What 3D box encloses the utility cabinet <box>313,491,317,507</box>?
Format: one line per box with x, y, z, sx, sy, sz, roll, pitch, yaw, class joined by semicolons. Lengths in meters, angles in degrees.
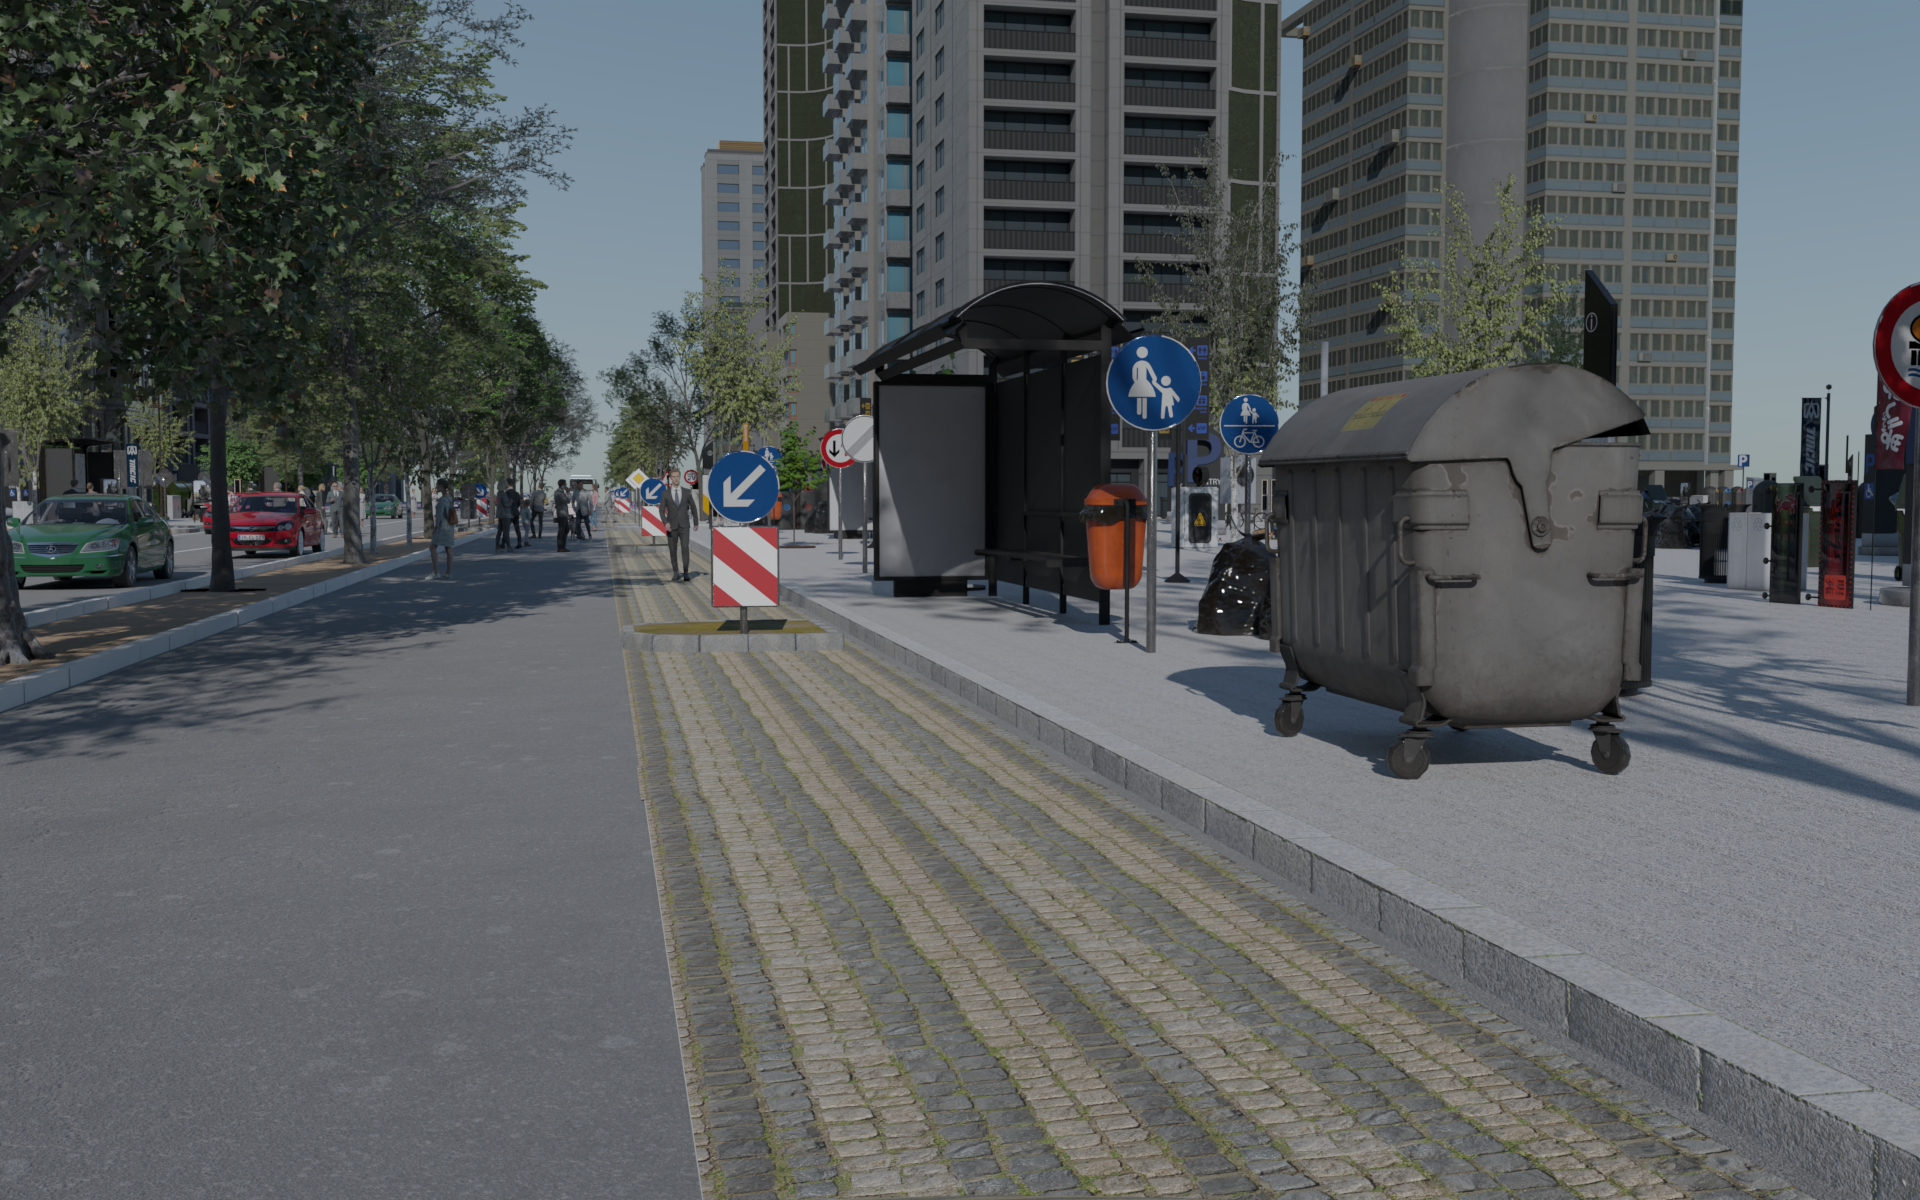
-51.573;-7.915;138.088;1.173;1.500;0.318;1;4;18;utility cabinet

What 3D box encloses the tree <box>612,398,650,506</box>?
-23.257;-10.973;129.769;4.737;8.622;4.395;0;3;0;tree

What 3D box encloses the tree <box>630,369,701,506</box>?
-17.644;-9.340;103.073;4.360;8.622;3.978;0;3;0;tree

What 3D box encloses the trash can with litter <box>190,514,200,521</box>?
-36.757;-4.440;83.989;1.055;1.170;0.624;-2;4;-31;trash can with litter

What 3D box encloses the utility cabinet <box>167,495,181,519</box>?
-40.540;-4.783;89.366;0.306;1.237;1.020;0;4;-2;utility cabinet

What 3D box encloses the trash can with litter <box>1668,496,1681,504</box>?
26.982;-3.377;66.266;1.678;1.210;2.233;-3;5;-40;trash can with litter

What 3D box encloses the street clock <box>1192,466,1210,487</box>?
6.300;-2.495;45.358;0.358;2.002;0.471;-2;4;-28;street clock

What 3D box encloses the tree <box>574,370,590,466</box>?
-21.258;-8.638;78.094;8.767;10.594;7.601;-1;4;-12;tree

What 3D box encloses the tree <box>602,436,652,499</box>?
-56.712;-23.189;296.146;9.611;12.733;9.660;0;3;0;tree

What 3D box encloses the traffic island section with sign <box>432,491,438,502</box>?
-51.287;-9.823;169.226;1.989;1.847;2.006;-1;4;-12;traffic island section with sign

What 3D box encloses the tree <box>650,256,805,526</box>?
-7.096;-6.380;54.682;4.737;8.622;4.395;0;3;0;tree

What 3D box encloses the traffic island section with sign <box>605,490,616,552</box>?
-7.757;-2.111;43.142;1.989;1.847;2.006;-1;4;-12;traffic island section with sign

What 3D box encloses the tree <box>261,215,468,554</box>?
-13.900;-5.378;40.758;4.360;8.622;3.978;0;3;0;tree

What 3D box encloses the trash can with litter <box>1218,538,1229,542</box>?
6.756;-2.240;47.682;1.678;1.210;2.233;1;4;10;trash can with litter

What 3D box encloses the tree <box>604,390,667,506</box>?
-34.498;-16.464;187.308;7.486;12.596;7.792;0;3;0;tree

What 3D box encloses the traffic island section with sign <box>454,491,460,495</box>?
-56.899;-11.474;196.226;1.989;1.847;2.006;-1;4;-12;traffic island section with sign

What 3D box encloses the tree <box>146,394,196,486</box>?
-50.275;-9.671;108.483;4.737;8.622;4.395;0;3;0;tree

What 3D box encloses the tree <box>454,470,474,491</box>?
-69.117;-15.742;241.101;4.285;4.588;4.351;0;3;0;tree

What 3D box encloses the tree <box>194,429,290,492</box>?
-36.760;-6.340;87.373;4.285;4.588;4.351;0;3;0;tree

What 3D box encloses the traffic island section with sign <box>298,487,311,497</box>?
-35.745;-5.245;94.386;1.989;1.847;2.006;-1;4;-12;traffic island section with sign

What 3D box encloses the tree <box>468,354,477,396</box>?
-15.261;-5.804;47.718;4.360;8.622;3.978;0;3;0;tree

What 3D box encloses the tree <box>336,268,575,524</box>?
-18.825;-7.743;63.470;8.767;10.594;7.601;-1;4;-12;tree

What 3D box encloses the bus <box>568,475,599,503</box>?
-38.009;-11.009;174.853;2.948;3.499;13.247;-1;4;-11;bus

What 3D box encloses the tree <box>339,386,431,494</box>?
-51.187;-15.129;154.010;9.857;13.997;8.962;0;3;0;tree

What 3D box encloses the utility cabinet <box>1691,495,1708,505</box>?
38.017;-4.765;89.074;0.306;1.237;1.020;-1;4;-10;utility cabinet

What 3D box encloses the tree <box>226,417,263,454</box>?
-57.818;-11.606;140.114;4.737;8.622;4.395;0;3;0;tree

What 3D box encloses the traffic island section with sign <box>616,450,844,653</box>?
-2.229;-0.483;16.532;1.989;1.847;2.006;-1;4;-12;traffic island section with sign

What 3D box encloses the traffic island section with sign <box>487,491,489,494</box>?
-67.822;-14.692;248.844;1.989;1.847;2.006;-1;4;-12;traffic island section with sign

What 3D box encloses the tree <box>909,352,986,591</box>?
-0.119;-1.743;23.098;1.663;3.219;1.824;0;3;0;tree

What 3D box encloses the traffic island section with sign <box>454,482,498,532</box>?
-18.935;-3.573;66.557;2.006;1.907;1.989;-1;4;-12;traffic island section with sign

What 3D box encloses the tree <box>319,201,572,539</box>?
-16.976;-7.739;54.741;9.928;11.665;9.643;0;3;0;tree

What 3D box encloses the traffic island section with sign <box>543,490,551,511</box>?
-35.729;-8.517;147.383;2.006;1.907;1.989;-1;4;-12;traffic island section with sign

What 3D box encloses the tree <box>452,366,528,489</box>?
-22.875;-8.036;84.209;4.737;8.622;4.395;0;3;0;tree

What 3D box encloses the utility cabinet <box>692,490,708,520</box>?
-12.672;-4.704;85.586;1.173;1.500;0.318;1;4;23;utility cabinet

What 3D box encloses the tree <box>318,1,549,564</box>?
-12.272;-6.988;34.835;7.486;12.596;7.792;0;3;0;tree

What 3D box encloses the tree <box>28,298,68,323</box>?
-30.824;-6.570;57.777;4.737;8.622;4.395;0;3;0;tree

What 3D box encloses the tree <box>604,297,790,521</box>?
-12.238;-9.005;81.650;8.767;10.594;7.601;-1;4;-20;tree

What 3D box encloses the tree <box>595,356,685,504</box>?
-43.117;-23.168;234.688;12.611;20.169;13.585;0;3;0;tree

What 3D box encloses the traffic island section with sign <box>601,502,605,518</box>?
-18.888;-5.388;96.724;1.989;1.847;2.006;-1;4;-12;traffic island section with sign

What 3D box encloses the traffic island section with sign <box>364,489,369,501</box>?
-41.216;-6.860;120.782;1.989;1.847;2.006;-1;4;-12;traffic island section with sign

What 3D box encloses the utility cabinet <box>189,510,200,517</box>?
-41.921;-5.320;95.663;1.173;1.500;0.318;0;4;-3;utility cabinet

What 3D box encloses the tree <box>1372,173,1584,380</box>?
11.745;-5.447;39.425;4.737;8.622;4.395;0;3;0;tree

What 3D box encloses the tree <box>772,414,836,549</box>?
-3.998;-2.841;41.056;1.663;3.219;1.824;0;3;0;tree

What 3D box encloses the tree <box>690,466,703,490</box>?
-16.256;-6.956;108.336;1.663;3.219;1.824;0;3;0;tree

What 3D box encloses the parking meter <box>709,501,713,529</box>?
-8.972;-3.524;63.330;0.399;1.863;0.255;0;4;1;parking meter

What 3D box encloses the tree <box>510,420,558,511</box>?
-31.055;-10.543;125.202;4.360;8.622;3.978;0;3;0;tree

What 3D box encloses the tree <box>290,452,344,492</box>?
-42.476;-7.871;112.406;4.285;4.588;4.351;0;3;0;tree

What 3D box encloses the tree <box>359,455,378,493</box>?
-46.473;-9.149;133.297;4.285;4.588;4.351;0;3;0;tree

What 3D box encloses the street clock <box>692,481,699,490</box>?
-13.921;-5.301;91.242;0.471;2.002;0.358;2;4;25;street clock

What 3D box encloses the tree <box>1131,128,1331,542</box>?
5.546;-5.171;34.905;4.360;8.622;3.978;0;3;0;tree

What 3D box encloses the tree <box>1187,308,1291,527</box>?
10.582;-7.151;67.275;4.737;8.622;4.395;0;3;0;tree

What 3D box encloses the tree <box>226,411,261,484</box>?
-53.985;-11.066;131.286;4.360;8.622;3.978;0;3;0;tree
